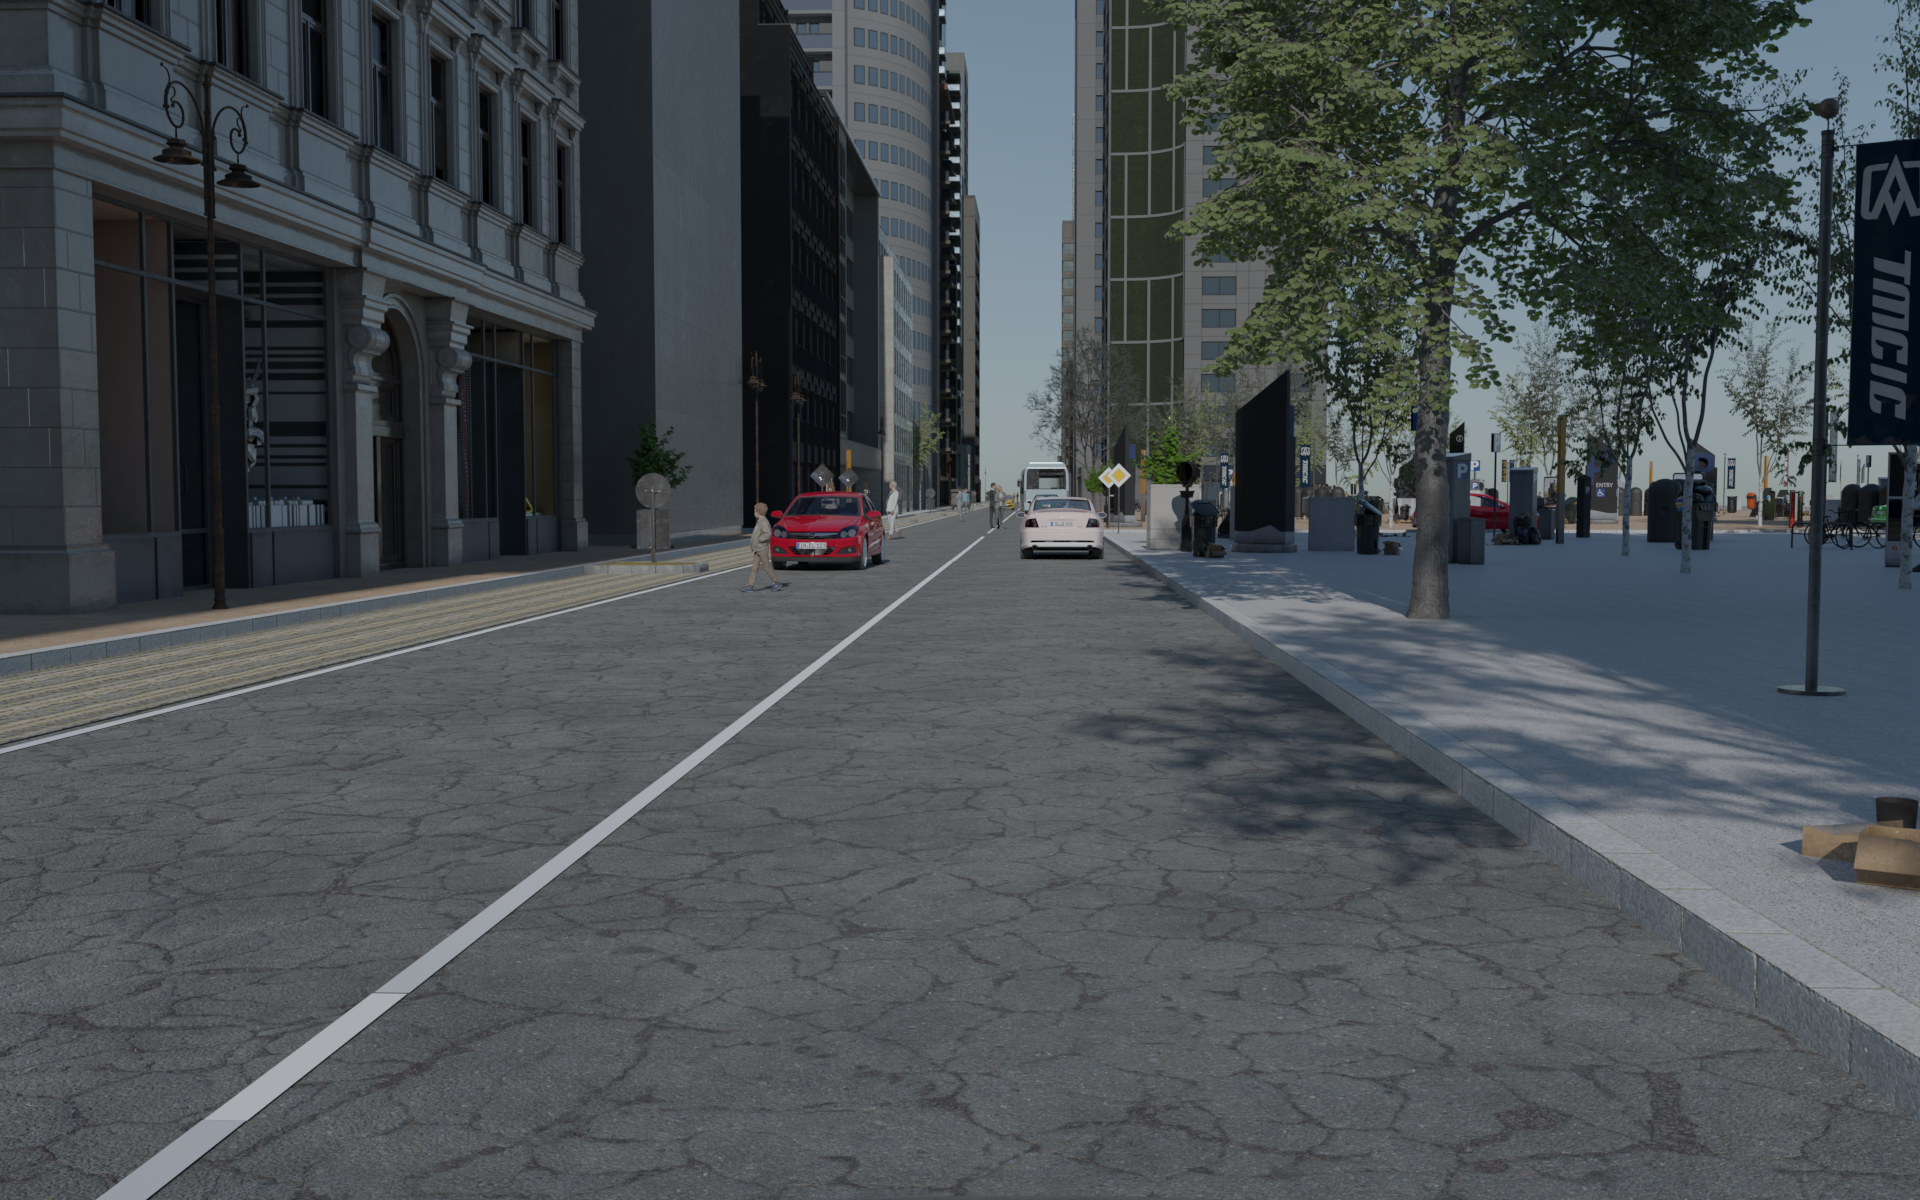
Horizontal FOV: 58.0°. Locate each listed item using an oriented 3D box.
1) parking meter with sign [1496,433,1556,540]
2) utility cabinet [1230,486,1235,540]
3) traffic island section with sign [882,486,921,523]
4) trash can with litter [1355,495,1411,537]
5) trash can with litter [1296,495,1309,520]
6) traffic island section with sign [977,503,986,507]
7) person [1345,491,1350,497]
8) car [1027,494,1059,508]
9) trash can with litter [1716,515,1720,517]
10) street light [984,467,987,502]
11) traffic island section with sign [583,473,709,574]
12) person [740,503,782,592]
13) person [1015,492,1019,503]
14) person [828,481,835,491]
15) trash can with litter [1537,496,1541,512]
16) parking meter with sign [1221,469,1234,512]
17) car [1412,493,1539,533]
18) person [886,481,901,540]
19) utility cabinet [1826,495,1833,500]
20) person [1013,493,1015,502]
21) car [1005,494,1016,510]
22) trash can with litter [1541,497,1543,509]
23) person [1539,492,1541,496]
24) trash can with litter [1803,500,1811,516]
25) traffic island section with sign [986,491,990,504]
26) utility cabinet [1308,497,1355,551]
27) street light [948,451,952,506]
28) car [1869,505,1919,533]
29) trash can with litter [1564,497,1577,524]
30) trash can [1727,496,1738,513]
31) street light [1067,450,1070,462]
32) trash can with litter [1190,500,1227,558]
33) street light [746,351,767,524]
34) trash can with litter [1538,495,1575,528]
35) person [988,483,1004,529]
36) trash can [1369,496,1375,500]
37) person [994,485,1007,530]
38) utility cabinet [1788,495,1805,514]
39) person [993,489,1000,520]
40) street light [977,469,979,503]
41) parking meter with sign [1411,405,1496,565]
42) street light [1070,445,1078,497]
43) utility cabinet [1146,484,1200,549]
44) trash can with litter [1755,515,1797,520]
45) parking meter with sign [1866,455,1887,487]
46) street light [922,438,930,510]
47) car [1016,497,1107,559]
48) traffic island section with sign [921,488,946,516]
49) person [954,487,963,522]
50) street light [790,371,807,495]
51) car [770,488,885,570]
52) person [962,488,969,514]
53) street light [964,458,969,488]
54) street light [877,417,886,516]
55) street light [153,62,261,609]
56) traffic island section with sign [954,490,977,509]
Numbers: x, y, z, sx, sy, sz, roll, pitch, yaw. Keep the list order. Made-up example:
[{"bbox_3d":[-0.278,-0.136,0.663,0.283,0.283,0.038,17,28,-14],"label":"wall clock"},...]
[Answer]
[{"bbox_3d":[16.004,-3.236,49.177,1.738,3.016,0.543,3,4,37],"label":"parking meter with sign"},{"bbox_3d":[7.841,-2.340,46.940,0.318,1.500,1.173,-2,4,-35],"label":"utility cabinet"},{"bbox_3d":[-3.160,-4.812,87.305,1.989,1.847,2.006,0,4,3],"label":"traffic island section with sign"},{"bbox_3d":[12.674,-2.505,52.007,2.233,1.210,1.678,1,4,22],"label":"trash can with litter"},{"bbox_3d":[17.787,-4.671,87.432,2.233,1.210,1.678,-2,4,-35],"label":"trash can with litter"},{"bbox_3d":[1.547,-11.153,190.973,1.989,1.847,2.006,0,4,3],"label":"traffic island section with sign"},{"bbox_3d":[48.926,-12.880,219.182,1.348,1.812,0.705,2,4,33],"label":"person"},{"bbox_3d":[4.637,-4.944,92.632,2.131,1.459,4.920,0,4,4],"label":"car"},{"bbox_3d":[41.754,-5.261,97.073,2.233,1.210,1.678,-2,4,-25],"label":"trash can with litter"},{"bbox_3d":[4.388,-19.917,298.434,0.468,5.910,1.993,0,4,3],"label":"street light"},{"bbox_3d":[-5.685,-1.414,31.742,1.989,1.847,2.006,0,4,3],"label":"traffic island section with sign"},{"bbox_3d":[-2.900,-0.771,25.377,0.640,1.303,0.475,-2,4,-35],"label":"person"},{"bbox_3d":[8.960,-16.091,272.417,0.721,1.723,1.217,2,4,28],"label":"person"},{"bbox_3d":[-3.717,-2.481,49.338,0.520,1.790,0.573,-1,4,-17],"label":"person"},{"bbox_3d":[36.409,-5.964,108.904,0.624,1.170,1.055,2,4,32],"label":"trash can with litter"},{"bbox_3d":[18.798,-7.706,122.257,0.543,3.016,1.738,0,4,-7],"label":"parking meter with sign"},{"bbox_3d":[18.070,-3.138,60.350,4.494,1.783,2.155,0,4,2],"label":"car"},{"bbox_3d":[-2.055,-2.800,54.153,0.514,1.842,0.818,3,5,43],"label":"person"},{"bbox_3d":[59.964,-6.664,120.124,1.020,1.237,0.306,2,4,28],"label":"utility cabinet"},{"bbox_3d":[7.525,-14.031,239.368,0.415,1.643,0.593,-3,4,-36],"label":"person"},{"bbox_3d":[4.015,-8.846,154.857,2.015,1.641,3.980,0,4,1],"label":"car"},{"bbox_3d":[27.636,-4.226,80.476,0.624,1.170,1.055,3,5,41],"label":"trash can with litter"},{"bbox_3d":[72.487,-12.700,216.925,0.721,1.735,1.217,1,4,15],"label":"person"},{"bbox_3d":[50.091,-5.544,102.027,0.624,1.170,1.055,-3,5,-39],"label":"trash can with litter"},{"bbox_3d":[4.078,-14.576,246.948,1.989,1.847,2.006,0,4,3],"label":"traffic island section with sign"},{"bbox_3d":[8.365,-1.701,38.974,1.020,1.237,0.306,1,4,13],"label":"utility cabinet"},{"bbox_3d":[-1.036,-12.598,178.764,0.468,5.910,1.993,0,4,3],"label":"street light"},{"bbox_3d":[33.187,-3.019,58.161,4.718,1.807,1.959,0,4,2],"label":"car"},{"bbox_3d":[25.903,-3.812,73.716,1.055,1.170,0.624,-3,5,-40],"label":"trash can with litter"},{"bbox_3d":[52.149,-6.442,116.976,0.748,1.137,0.748,0,3,0],"label":"trash can"},{"bbox_3d":[11.262,-12.599,178.780,0.468,5.910,1.993,0,4,3],"label":"street light"},{"bbox_3d":[5.082,-1.445,35.015,0.624,1.170,1.055,-1,4,-19],"label":"trash can with litter"},{"bbox_3d":[-6.583,-5.101,56.184,0.468,5.910,1.993,0,4,3],"label":"street light"},{"bbox_3d":[22.407,-3.390,66.482,2.233,1.210,1.678,2,4,27],"label":"trash can with litter"},{"bbox_3d":[1.458,-3.915,71.876,0.474,1.900,0.648,-3,4,-36],"label":"person"},{"bbox_3d":[31.913,-7.467,133.732,0.748,1.137,0.748,0,3,0],"label":"trash can"},{"bbox_3d":[1.655,-3.757,70.104,0.537,1.800,0.526,0,4,0],"label":"person"},{"bbox_3d":[53.356,-6.082,110.596,1.020,1.237,0.306,2,4,35],"label":"utility cabinet"},{"bbox_3d":[2.026,-5.244,94.101,0.748,1.841,0.638,-1,4,-22],"label":"person"},{"bbox_3d":[2.746,-17.675,261.765,0.468,5.910,1.993,0,4,3],"label":"street light"},{"bbox_3d":[9.110,-2.197,32.189,0.543,3.016,1.738,-1,4,-21],"label":"parking meter with sign"},{"bbox_3d":[9.492,-10.350,142.007,0.468,5.910,1.993,0,4,3],"label":"street light"},{"bbox_3d":[4.912,-1.914,39.970,1.173,1.500,0.318,-1,4,-11],"label":"utility cabinet"},{"bbox_3d":[40.885,-4.642,86.951,1.678,1.210,2.233,-3,4,-38],"label":"trash can with litter"},{"bbox_3d":[41.467,-4.963,77.406,1.738,3.016,0.543,1,4,12],"label":"parking meter with sign"},{"bbox_3d":[-2.627,-10.331,141.697,0.468,5.910,1.993,0,4,3],"label":"street light"},{"bbox_3d":[2.317,-1.662,39.540,2.083,1.381,4.827,0,4,3],"label":"car"},{"bbox_3d":[-1.913,-6.487,114.694,1.989,1.847,2.006,0,4,3],"label":"traffic island section with sign"},{"bbox_3d":[-0.080,-4.940,89.447,0.466,1.800,0.511,0,4,3],"label":"person"},{"bbox_3d":[-6.067,-5.650,65.159,0.468,5.910,1.993,0,4,3],"label":"street light"},{"bbox_3d":[-2.561,-1.528,34.028,2.155,1.783,4.494,0,4,5],"label":"car"},{"bbox_3d":[0.333,-7.084,124.182,0.638,1.841,0.748,-1,4,-12],"label":"person"},{"bbox_3d":[1.033,-15.407,224.699,0.468,5.910,1.993,0,4,3],"label":"street light"},{"bbox_3d":[-4.591,-7.893,101.836,0.468,5.910,1.993,0,4,3],"label":"street light"},{"bbox_3d":[-8.263,-2.837,19.167,0.468,5.910,1.993,0,4,3],"label":"street light"},{"bbox_3d":[0.322,-9.506,164.045,1.989,1.847,2.006,0,4,3],"label":"traffic island section with sign"}]
